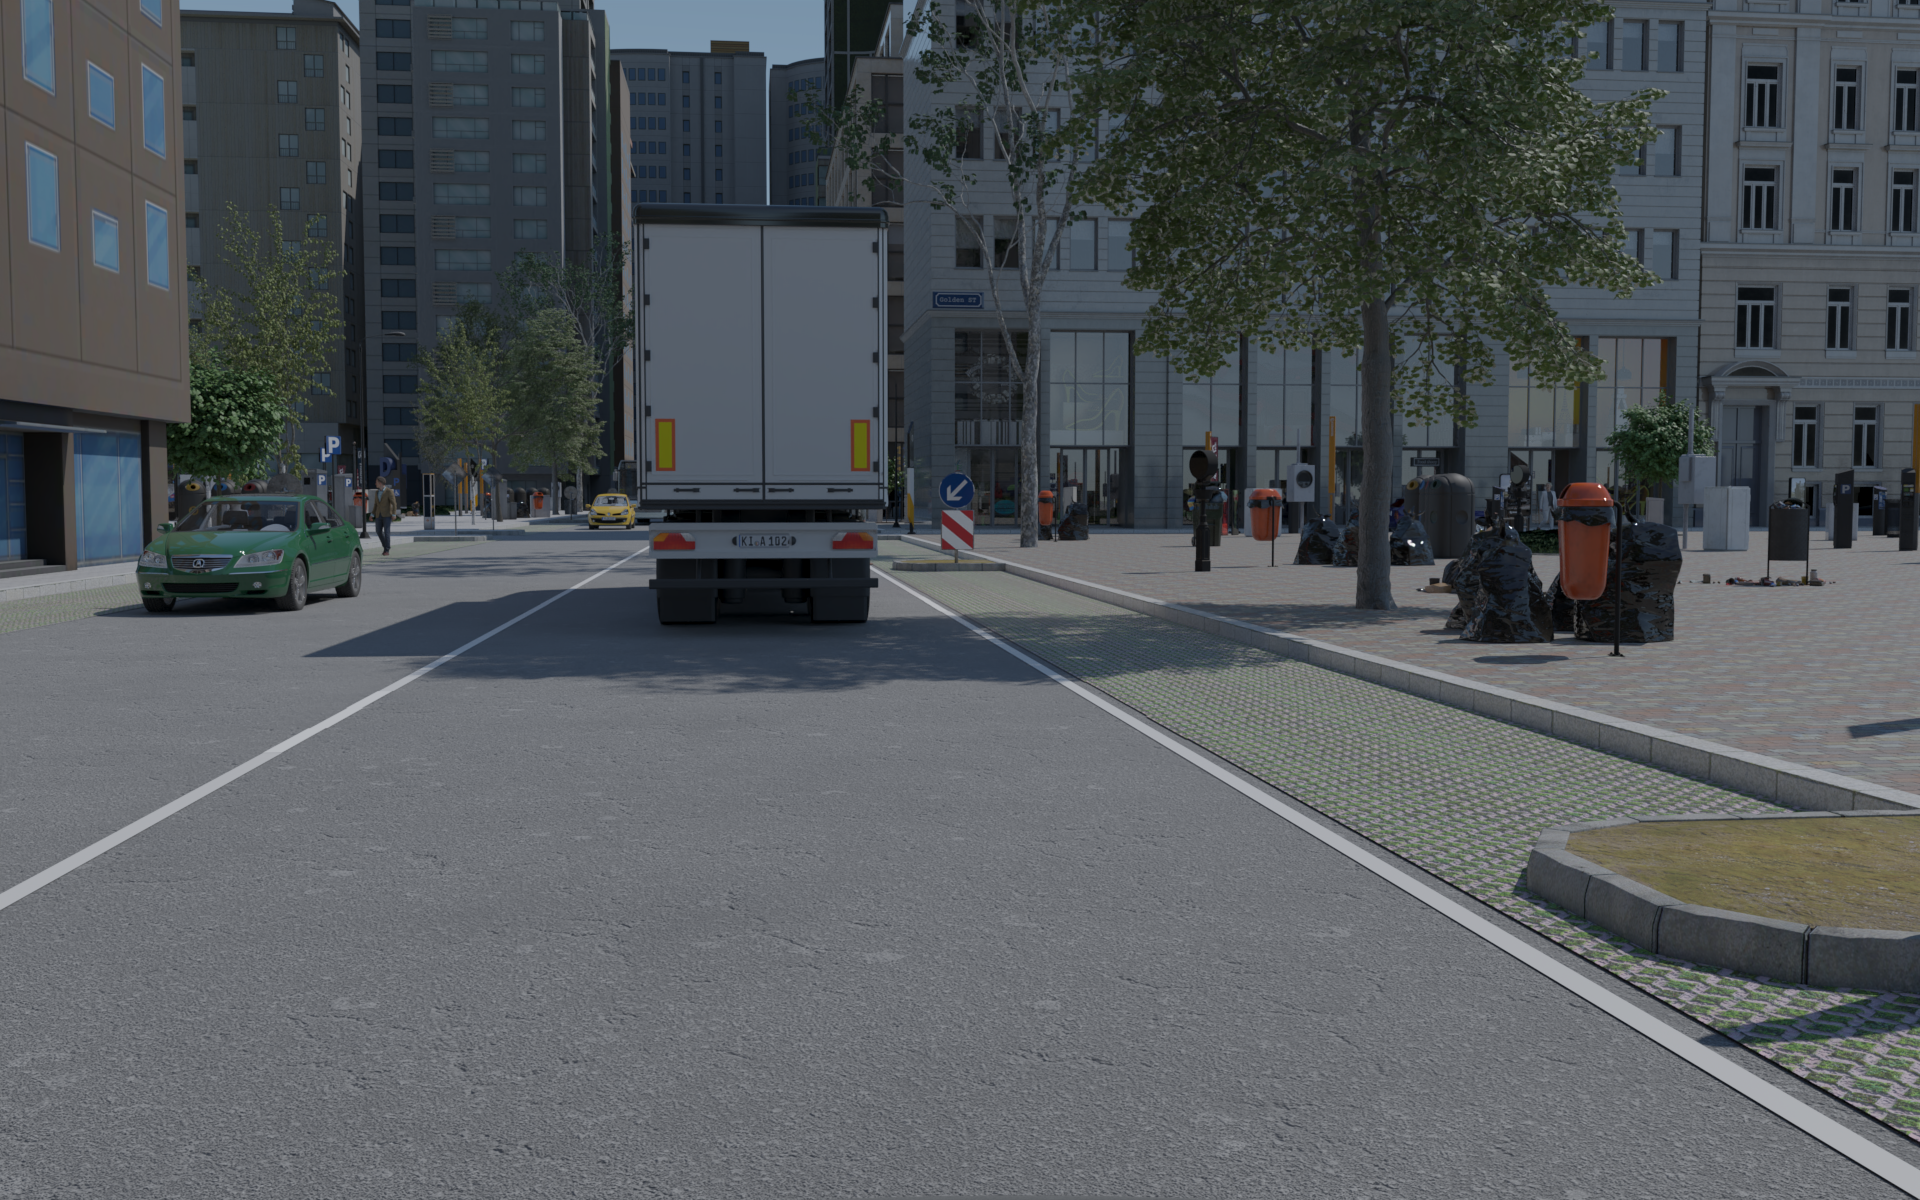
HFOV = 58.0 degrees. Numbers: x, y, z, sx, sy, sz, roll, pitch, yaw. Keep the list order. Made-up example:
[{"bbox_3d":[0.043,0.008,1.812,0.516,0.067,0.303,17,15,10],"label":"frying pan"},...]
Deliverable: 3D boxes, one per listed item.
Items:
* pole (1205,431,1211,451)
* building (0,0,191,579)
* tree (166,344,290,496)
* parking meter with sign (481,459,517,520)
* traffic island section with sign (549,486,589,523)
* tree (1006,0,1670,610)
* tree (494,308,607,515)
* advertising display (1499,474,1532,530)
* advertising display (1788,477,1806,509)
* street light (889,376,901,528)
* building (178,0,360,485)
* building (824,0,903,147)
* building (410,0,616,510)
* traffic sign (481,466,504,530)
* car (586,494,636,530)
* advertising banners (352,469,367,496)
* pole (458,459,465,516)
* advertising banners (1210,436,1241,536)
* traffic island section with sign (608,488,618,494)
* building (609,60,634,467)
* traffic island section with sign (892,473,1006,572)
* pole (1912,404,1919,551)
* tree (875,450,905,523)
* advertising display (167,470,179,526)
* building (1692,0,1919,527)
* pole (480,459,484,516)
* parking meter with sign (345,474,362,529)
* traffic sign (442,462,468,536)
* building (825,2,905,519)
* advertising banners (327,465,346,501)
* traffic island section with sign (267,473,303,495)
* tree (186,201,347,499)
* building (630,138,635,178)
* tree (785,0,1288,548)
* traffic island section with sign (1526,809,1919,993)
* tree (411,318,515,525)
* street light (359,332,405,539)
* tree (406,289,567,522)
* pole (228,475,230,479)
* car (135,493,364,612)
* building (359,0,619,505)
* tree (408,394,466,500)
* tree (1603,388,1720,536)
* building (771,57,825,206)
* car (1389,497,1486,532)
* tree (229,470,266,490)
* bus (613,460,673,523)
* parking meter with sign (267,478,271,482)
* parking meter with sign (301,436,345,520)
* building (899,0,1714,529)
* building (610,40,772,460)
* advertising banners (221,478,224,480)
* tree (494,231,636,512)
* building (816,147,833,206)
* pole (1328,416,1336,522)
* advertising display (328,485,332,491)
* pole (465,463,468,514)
[{"bbox_3d":[8.084,-3.829,56.450,0.158,3.312,0.155,0,3,0],"label":"pole"},{"bbox_3d":[-21.358,-22.962,25.541,14.600,45.320,14.200,0,4,-7],"label":"building"},{"bbox_3d":[-16.294,-3.313,37.888,4.285,4.588,4.351,0,3,0],"label":"tree"},{"bbox_3d":[-22.868,-5.489,86.007,0.543,3.016,1.738,3,5,40],"label":"parking meter with sign"},{"bbox_3d":[-19.203,-4.710,85.644,1.989,1.847,2.006,0,4,-7],"label":"traffic island section with sign"},{"bbox_3d":[4.245,-6.168,18.969,7.486,12.596,7.792,0,3,0],"label":"tree"},{"bbox_3d":[-25.226,-11.491,105.999,7.486,12.596,7.792,0,3,0],"label":"tree"},{"bbox_3d":[17.388,-3.000,54.261,0.974,1.923,0.123,1,4,11],"label":"advertising display"},{"bbox_3d":[32.166,-3.754,66.584,0.974,1.923,0.123,-2,4,-33],"label":"advertising display"},{"bbox_3d":[-2.979,-5.728,66.187,1.470,5.913,1.316,0,4,-7],"label":"street light"},{"bbox_3d":[-78.278,-36.777,190.537,27.495,52.752,28.713,0,4,-7],"label":"building"},{"bbox_3d":[-4.349,-44.402,164.231,20.563,71.187,20.611,0,4,-7],"label":"building"},{"bbox_3d":[-35.962,-27.985,141.147,14.154,41.232,14.086,0,4,-7],"label":"building"},{"bbox_3d":[-16.479,-3.516,61.127,0.795,2.450,0.064,0,4,-7],"label":"traffic sign"},{"bbox_3d":[-14.240,-3.709,70.860,2.015,1.641,3.980,0,4,-7],"label":"car"},{"bbox_3d":[-44.691,-8.034,127.544,2.074,3.025,0.090,0,4,1],"label":"advertising banners"},{"bbox_3d":[-28.676,-6.451,99.321,0.158,3.312,0.155,0,3,0],"label":"pole"},{"bbox_3d":[8.161,-3.496,53.346,0.090,3.025,2.074,2,4,35],"label":"advertising banners"},{"bbox_3d":[-22.537,-6.361,112.636,1.989,1.847,2.006,0,4,-7],"label":"traffic island section with sign"},{"bbox_3d":[-40.687,-32.127,175.392,14.600,45.320,14.200,0,4,-7],"label":"building"},{"bbox_3d":[-0.256,-1.477,32.772,1.989,1.847,2.006,0,4,-7],"label":"traffic island section with sign"},{"bbox_3d":[21.696,-2.781,39.305,0.158,3.312,0.155,0,3,0],"label":"pole"},{"bbox_3d":[-3.091,-4.974,75.929,1.663,3.219,1.824,0,3,0],"label":"tree"},{"bbox_3d":[-21.120,-2.478,45.735,0.974,1.923,0.123,1,4,8],"label":"advertising display"},{"bbox_3d":[37.496,-17.614,73.897,20.117,28.700,13.634,0,4,-7],"label":"building"},{"bbox_3d":[-27.796,-6.531,100.624,0.158,3.312,0.155,0,3,0],"label":"pole"},{"bbox_3d":[-23.173,-4.199,64.922,1.738,3.016,0.543,2,4,27],"label":"parking meter with sign"},{"bbox_3d":[-15.499,-3.031,53.202,0.795,2.450,0.064,0,4,-7],"label":"traffic sign"},{"bbox_3d":[2.276,-18.417,105.627,19.350,26.468,34.151,0,4,-7],"label":"building"},{"bbox_3d":[-38.239,-6.664,105.138,2.074,3.025,0.090,0,4,7],"label":"advertising banners"},{"bbox_3d":[-12.583,-1.434,32.079,1.989,1.847,2.006,0,4,-7],"label":"traffic island section with sign"},{"bbox_3d":[-17.123,-5.675,43.144,4.737,8.622,4.395,0,3,0],"label":"tree"},{"bbox_3d":[-50.267,-33.198,197.410,28.867,44.769,22.147,0,4,-7],"label":"building"},{"bbox_3d":[2.175,-11.414,42.503,12.611,20.169,13.585,0,3,0],"label":"tree"},{"bbox_3d":[3.078,0.168,5.881,1.989,1.847,2.006,0,4,-7],"label":"traffic island section with sign"},{"bbox_3d":[-20.359,-7.429,71.831,4.737,8.622,4.395,0,3,0],"label":"tree"},{"bbox_3d":[-16.598,-4.721,49.724,1.470,5.913,1.316,0,4,-7],"label":"street light"},{"bbox_3d":[-21.524,-8.868,79.411,7.601,10.594,8.767,0,4,-2],"label":"tree"},{"bbox_3d":[-41.298,-6.364,97.902,0.158,3.312,0.155,0,3,0],"label":"pole"},{"bbox_3d":[-9.162,-0.664,22.656,2.131,1.459,4.920,0,4,-6],"label":"car"},{"bbox_3d":[-41.539,-43.960,156.992,20.563,71.187,20.611,0,4,-7],"label":"building"},{"bbox_3d":[-38.579,-10.813,127.155,4.360,8.622,3.978,0,3,0],"label":"tree"},{"bbox_3d":[21.785,-4.289,53.831,4.285,4.588,4.351,0,3,0],"label":"tree"},{"bbox_3d":[-11.093,-42.161,231.330,28.212,58.520,21.231,0,4,-7],"label":"building"},{"bbox_3d":[16.609,-2.900,59.994,3.894,1.354,1.945,0,4,-8],"label":"car"},{"bbox_3d":[-33.348,-5.311,81.435,1.663,3.219,1.824,0,3,0],"label":"tree"},{"bbox_3d":[-14.725,-5.451,83.976,2.948,3.499,13.247,0,4,-6],"label":"bus"},{"bbox_3d":[-32.985,-5.342,83.605,0.543,3.016,1.738,3,5,41],"label":"parking meter with sign"},{"bbox_3d":[-19.531,-3.435,52.425,1.738,3.016,0.543,2,4,30],"label":"parking meter with sign"},{"bbox_3d":[12.919,-17.843,69.234,29.804,29.767,11.434,0,4,-7],"label":"building"},{"bbox_3d":[-39.535,-41.941,227.739,28.212,58.520,21.231,0,4,-7],"label":"building"},{"bbox_3d":[-55.358,-8.312,132.094,2.074,3.025,0.090,0,4,-8],"label":"advertising banners"},{"bbox_3d":[-25.560,-16.320,122.719,12.611,20.169,13.585,0,3,0],"label":"tree"},{"bbox_3d":[-5.301,-22.997,147.697,14.160,30.474,14.107,0,4,-7],"label":"building"},{"bbox_3d":[9.762,-3.158,45.484,0.158,3.312,0.155,0,3,0],"label":"pole"},{"bbox_3d":[-45.787,-7.428,126.667,0.974,1.923,0.123,2,4,25],"label":"advertising display"},{"bbox_3d":[-32.206,-7.283,112.924,0.158,3.312,0.155,0,3,0],"label":"pole"}]
